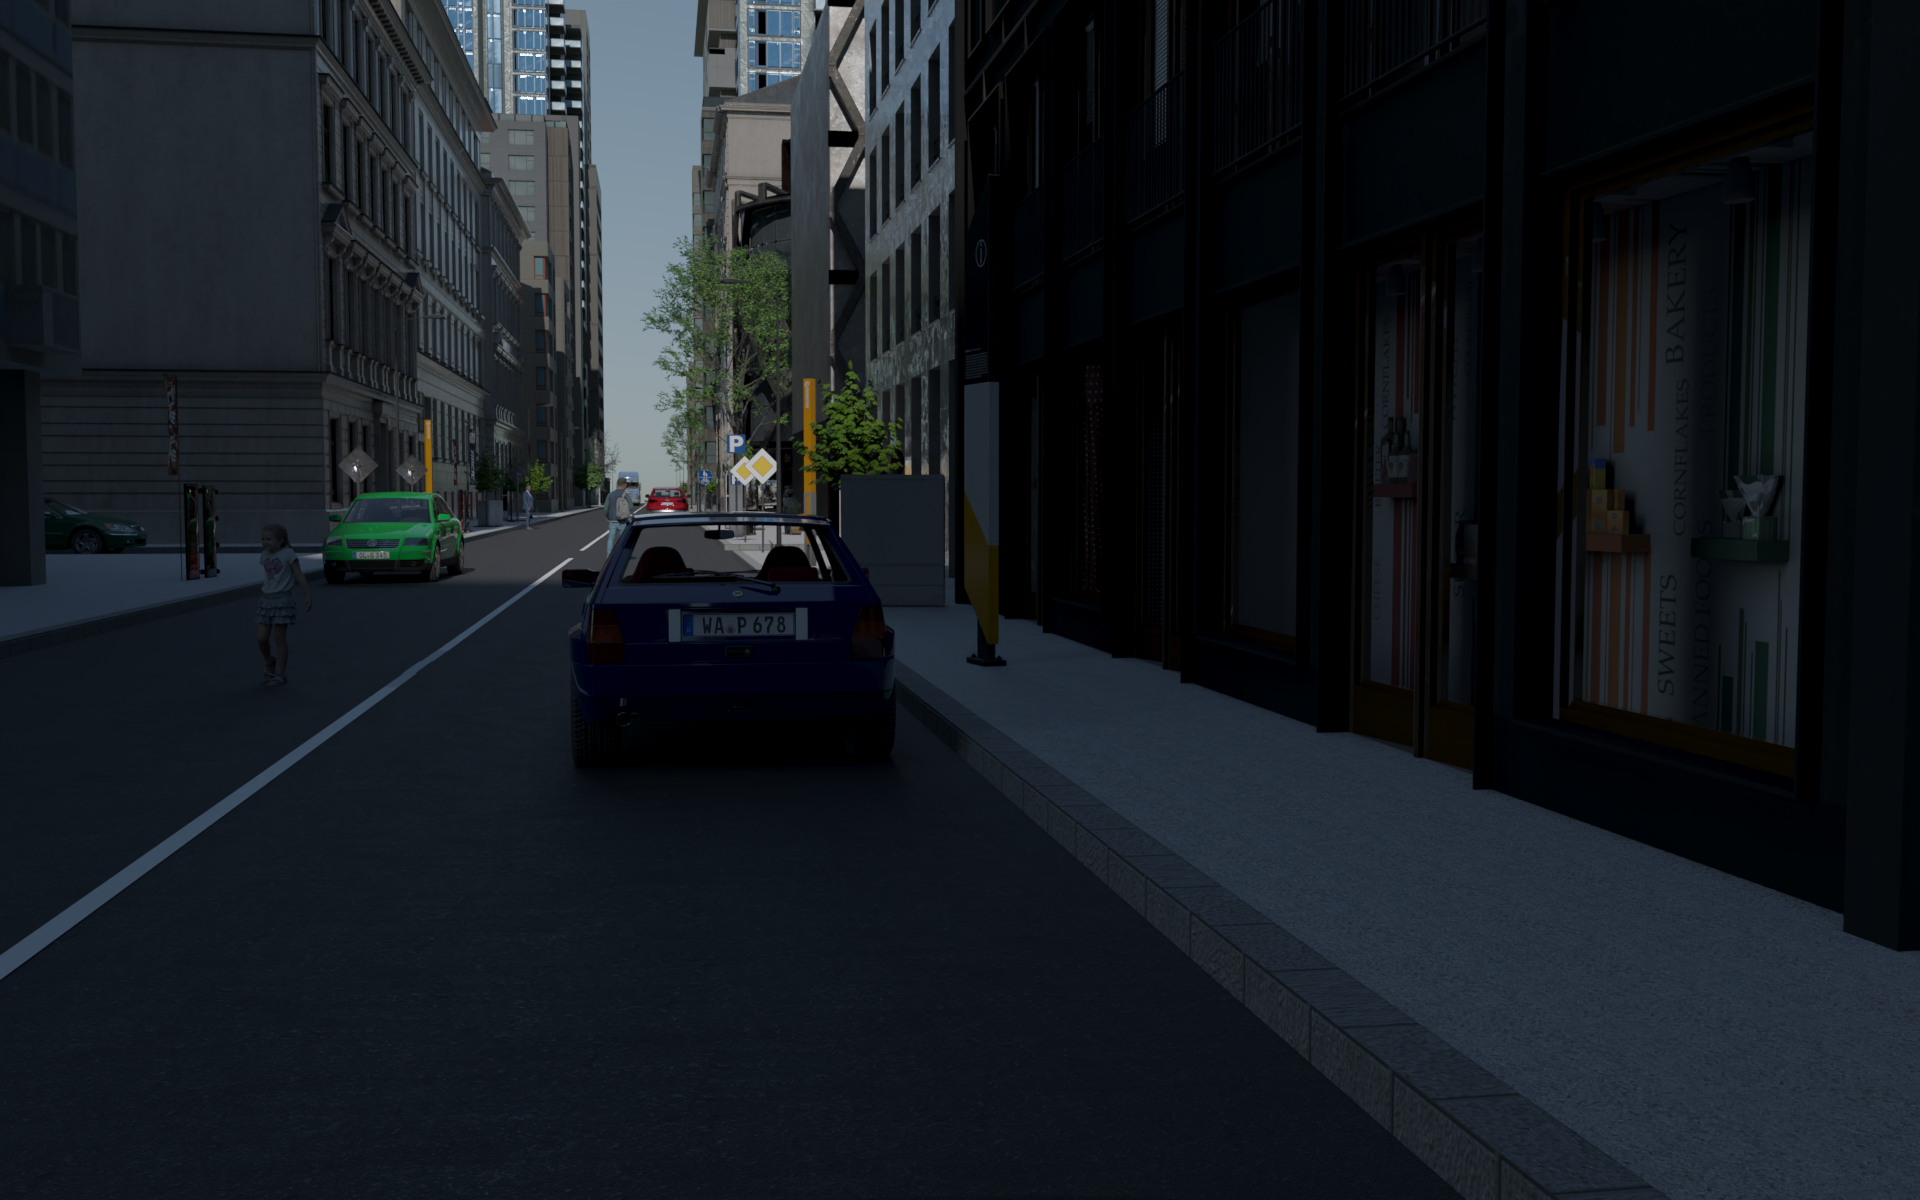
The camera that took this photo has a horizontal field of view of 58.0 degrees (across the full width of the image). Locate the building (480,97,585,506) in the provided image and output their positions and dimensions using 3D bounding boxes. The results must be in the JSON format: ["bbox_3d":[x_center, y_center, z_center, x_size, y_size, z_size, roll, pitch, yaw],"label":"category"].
[{"bbox_3d":[-46.877,-30.414,180.870,14.154,41.232,14.086,-1,4,-10],"label":"building"}]

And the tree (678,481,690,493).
[{"bbox_3d":[-35.270,-13.844,220.951,1.663,3.219,1.824,0,3,0],"label":"tree"}]

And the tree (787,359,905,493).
[{"bbox_3d":[-1.665,-1.851,24.873,1.663,3.219,1.824,0,3,0],"label":"tree"}]

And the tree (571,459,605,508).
[{"bbox_3d":[-34.573,-10.832,160.814,4.285,4.588,4.351,0,3,0],"label":"tree"}]

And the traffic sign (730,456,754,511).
[{"bbox_3d":[-5.670,-2.571,45.685,0.795,2.450,0.064,-1,4,-10],"label":"traffic sign"}]

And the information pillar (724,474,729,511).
[{"bbox_3d":[-8.444,-3.601,63.366,0.304,2.012,0.304,-1,4,-17],"label":"information pillar"}]

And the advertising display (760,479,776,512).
[{"bbox_3d":[-8.318,-4.279,75.178,0.974,1.923,0.123,-1,4,-21],"label":"advertising display"}]

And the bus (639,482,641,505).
[{"bbox_3d":[-44.528,-14.639,234.204,2.948,3.499,13.247,-1,4,-10],"label":"bus"}]

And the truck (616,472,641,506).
[{"bbox_3d":[-40.846,-13.707,213.861,2.967,4.110,18.799,-1,4,-10],"label":"truck"}]

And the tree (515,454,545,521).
[{"bbox_3d":[-21.031,-5.372,82.426,1.663,3.219,1.824,0,3,0],"label":"tree"}]

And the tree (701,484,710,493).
[{"bbox_3d":[-17.541,-7.771,121.654,1.663,3.219,1.824,0,3,0],"label":"tree"}]

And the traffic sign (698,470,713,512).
[{"bbox_3d":[-13.240,-5.505,90.109,0.768,2.556,0.104,0,4,-1],"label":"traffic sign"}]

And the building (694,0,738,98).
[{"bbox_3d":[-13.001,-36.268,182.214,28.713,52.752,27.495,-1,4,-10],"label":"building"}]

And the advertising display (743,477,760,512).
[{"bbox_3d":[-6.503,-2.957,53.556,0.123,1.923,0.974,1,4,14],"label":"advertising display"}]

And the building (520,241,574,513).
[{"bbox_3d":[-44.226,-17.461,130.525,27.650,21.520,28.899,-1,4,-10],"label":"building"}]

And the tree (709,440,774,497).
[{"bbox_3d":[-7.588,-4.101,61.652,1.663,3.219,1.824,0,3,0],"label":"tree"}]

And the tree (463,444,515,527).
[{"bbox_3d":[-18.385,-4.445,67.278,1.663,3.219,1.824,0,3,0],"label":"tree"}]

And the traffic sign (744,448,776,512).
[{"bbox_3d":[-4.309,-2.090,37.816,0.795,2.450,0.064,-1,4,-10],"label":"traffic sign"}]

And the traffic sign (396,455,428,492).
[{"bbox_3d":[-13.995,-2.485,44.271,0.795,2.450,0.064,-1,4,-10],"label":"traffic sign"}]

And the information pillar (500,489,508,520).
[{"bbox_3d":[-22.162,-4.875,84.198,0.304,2.012,0.304,-2,4,-32],"label":"information pillar"}]

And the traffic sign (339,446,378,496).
[{"bbox_3d":[-12.634,-2.004,36.402,0.795,2.450,0.064,-1,4,-10],"label":"traffic sign"}]

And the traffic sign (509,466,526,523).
[{"bbox_3d":[-19.928,-4.765,78.014,0.768,2.556,0.104,0,4,-6],"label":"traffic sign"}]

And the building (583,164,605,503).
[{"bbox_3d":[-60.658,-37.689,239.917,21.300,48.544,21.600,-1,4,-10],"label":"building"}]

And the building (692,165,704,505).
[{"bbox_3d":[-26.647,-32.745,218.969,14.154,41.232,14.086,-1,4,-10],"label":"building"}]

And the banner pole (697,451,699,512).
[{"bbox_3d":[-15.374,-6.828,101.654,0.401,3.779,0.863,-1,4,-11],"label":"banner pole"}]

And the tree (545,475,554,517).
[{"bbox_3d":[-23.054,-6.136,94.929,1.663,3.219,1.824,0,3,0],"label":"tree"}]

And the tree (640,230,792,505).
[{"bbox_3d":[-8.781,-8.751,68.840,9.928,11.665,9.643,0,3,0],"label":"tree"}]

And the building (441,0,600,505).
[{"bbox_3d":[-56.022,-55.061,212.917,22.319,86.520,31.000,-1,4,-10],"label":"building"}]

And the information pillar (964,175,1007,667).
[{"bbox_3d":[0.167,-1.324,13.007,0.183,3.616,0.504,-1,4,-22],"label":"information pillar"}]

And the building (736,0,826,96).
[{"bbox_3d":[-10.671,-51.333,151.960,22.319,86.520,31.000,-1,4,-10],"label":"building"}]

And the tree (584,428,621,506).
[{"bbox_3d":[-40.044,-14.861,193.344,4.360,8.622,3.978,0,3,0],"label":"tree"}]

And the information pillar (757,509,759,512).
[{"bbox_3d":[-9.071,-4.401,76.445,0.304,2.012,0.304,3,5,39],"label":"information pillar"}]

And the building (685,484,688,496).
[{"bbox_3d":[-26.739,-35.224,267.795,32.217,40.220,23.993,-1,4,-10],"label":"building"}]

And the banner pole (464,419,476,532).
[{"bbox_3d":[-16.500,-4.183,58.411,0.401,3.779,0.863,1,4,10],"label":"banner pole"}]

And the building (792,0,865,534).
[{"bbox_3d":[3.538,-11.540,56.133,16.811,18.784,16.820,-1,4,-10],"label":"building"}]

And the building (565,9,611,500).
[{"bbox_3d":[-63.539,-50.290,260.490,20.563,71.187,20.611,-1,4,-10],"label":"building"}]

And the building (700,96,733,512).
[{"bbox_3d":[-12.368,-21.938,130.384,14.160,30.474,14.107,-1,4,-10],"label":"building"}]

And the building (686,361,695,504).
[{"bbox_3d":[-24.017,-24.282,242.048,27.650,21.520,28.899,-1,4,-10],"label":"building"}]
